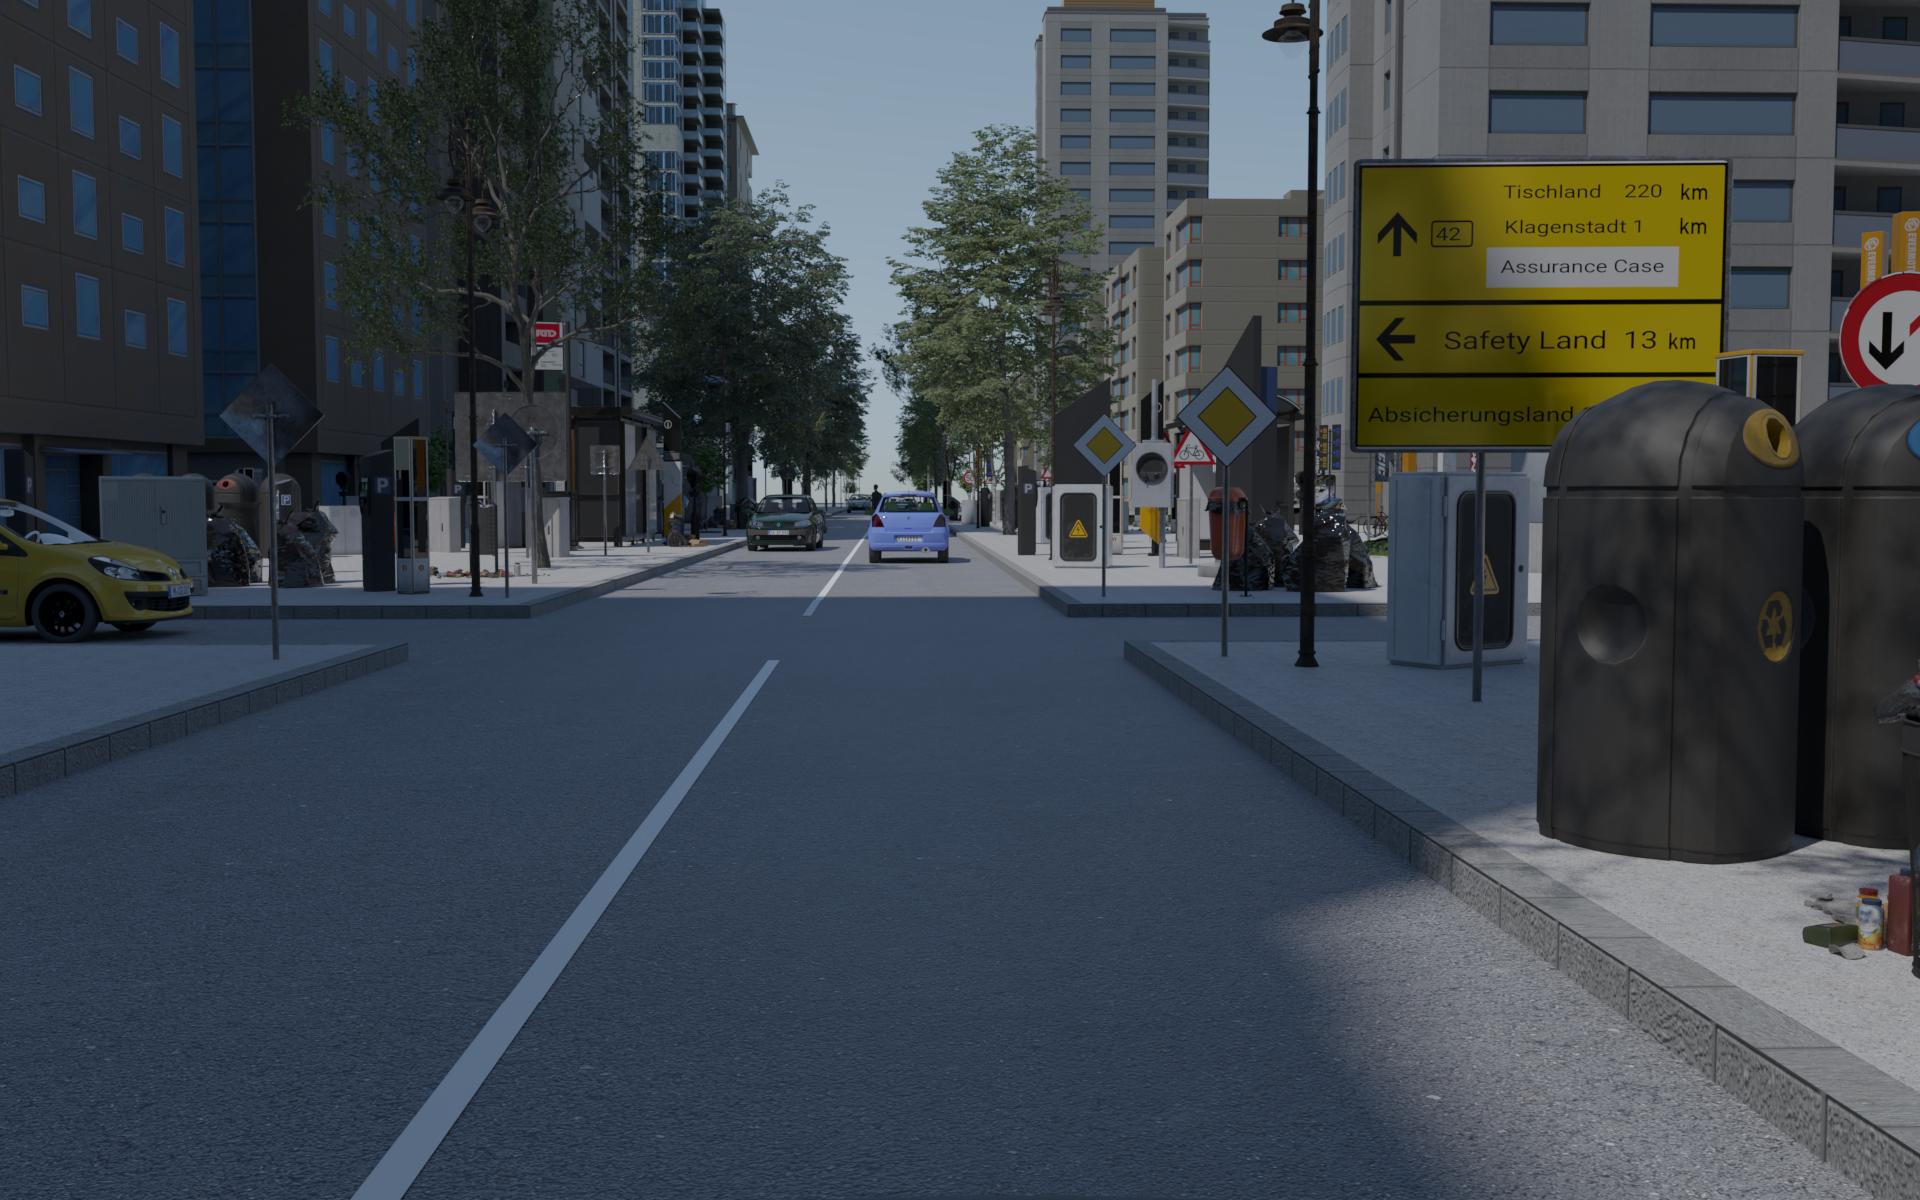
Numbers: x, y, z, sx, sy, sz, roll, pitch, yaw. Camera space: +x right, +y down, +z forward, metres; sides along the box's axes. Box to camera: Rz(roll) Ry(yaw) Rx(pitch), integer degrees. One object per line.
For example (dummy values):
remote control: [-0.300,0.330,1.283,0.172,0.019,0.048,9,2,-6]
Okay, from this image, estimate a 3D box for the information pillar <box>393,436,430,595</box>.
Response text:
information pillar: [-7.029,-1.084,22.220,0.304,2.012,0.304,2,4,28]

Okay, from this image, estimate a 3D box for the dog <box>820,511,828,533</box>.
dog: [-5.121,-2.860,63.595,0.513,0.831,0.800,2,4,30]

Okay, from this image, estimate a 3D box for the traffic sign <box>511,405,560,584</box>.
traffic sign: [-6.087,-1.504,24.705,0.768,2.556,0.104,0,4,5]

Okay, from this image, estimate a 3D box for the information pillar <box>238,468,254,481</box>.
information pillar: [-19.999,-2.695,48.561,0.304,2.012,0.304,3,4,37]

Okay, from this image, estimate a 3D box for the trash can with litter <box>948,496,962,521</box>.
trash can with litter: [-0.063,-4.372,82.869,1.055,1.170,0.624,2,4,32]

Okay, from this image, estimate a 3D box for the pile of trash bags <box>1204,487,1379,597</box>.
pile of trash bags: [4.181,-0.808,22.961,1.912,1.369,3.447,2,4,34]

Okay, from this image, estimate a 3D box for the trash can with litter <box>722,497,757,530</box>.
trash can with litter: [-8.030,-3.133,62.618,0.624,1.170,1.055,3,5,44]

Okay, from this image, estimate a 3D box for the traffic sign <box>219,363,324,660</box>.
traffic sign: [-5.303,-0.595,13.373,0.795,2.450,0.064,0,4,-2]

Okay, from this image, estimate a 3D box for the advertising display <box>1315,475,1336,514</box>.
advertising display: [11.928,-3.179,57.195,0.974,1.923,0.123,-1,4,-12]

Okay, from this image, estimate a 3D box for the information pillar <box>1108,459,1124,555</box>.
information pillar: [3.278,-1.956,36.475,0.304,2.012,0.304,1,4,13]

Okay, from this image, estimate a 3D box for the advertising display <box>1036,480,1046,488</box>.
advertising display: [4.189,-5.078,88.242,0.123,1.923,0.974,1,4,22]

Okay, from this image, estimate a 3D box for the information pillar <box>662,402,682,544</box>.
information pillar: [-7.362,-3.238,44.298,0.504,3.616,0.183,1,4,16]

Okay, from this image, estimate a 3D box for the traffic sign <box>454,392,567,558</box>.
traffic sign: [-8.972,-2.489,34.576,2.265,3.308,0.079,0,4,5]

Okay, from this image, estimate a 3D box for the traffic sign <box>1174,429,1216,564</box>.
traffic sign: [4.238,-1.941,31.738,0.884,2.594,0.081,0,4,2]

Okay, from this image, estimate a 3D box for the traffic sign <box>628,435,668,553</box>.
traffic sign: [-6.823,-2.315,37.861,0.884,2.594,0.081,0,4,7]

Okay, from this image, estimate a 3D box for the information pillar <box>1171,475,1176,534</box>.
information pillar: [7.030,-3.164,56.223,0.304,2.012,0.304,2,4,26]

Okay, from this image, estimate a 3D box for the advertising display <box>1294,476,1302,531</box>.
advertising display: [11.541,-3.389,60.625,0.123,1.923,0.974,-3,5,-44]

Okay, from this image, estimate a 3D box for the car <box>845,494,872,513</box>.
car: [-7.618,-7.290,130.986,2.131,1.459,4.920,0,4,-2]

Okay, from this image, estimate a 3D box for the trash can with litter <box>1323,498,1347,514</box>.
trash can with litter: [10.900,-2.449,51.433,1.055,1.170,0.624,-1,4,-16]

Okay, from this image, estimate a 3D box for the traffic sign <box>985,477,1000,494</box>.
traffic sign: [1.681,-5.571,91.094,0.884,2.594,0.081,0,4,7]

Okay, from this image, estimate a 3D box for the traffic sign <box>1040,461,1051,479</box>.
traffic sign: [3.236,-3.692,60.366,0.884,2.594,0.081,0,3,0]

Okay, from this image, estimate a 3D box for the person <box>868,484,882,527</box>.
person: [-3.634,-4.017,73.963,0.659,1.850,0.755,-3,4,-38]

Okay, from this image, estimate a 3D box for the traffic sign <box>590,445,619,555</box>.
traffic sign: [-7.428,-2.086,36.240,0.606,2.300,0.079,0,4,-1]

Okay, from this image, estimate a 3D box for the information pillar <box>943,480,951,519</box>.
information pillar: [-0.703,-5.290,90.979,0.304,2.012,0.304,2,4,32]

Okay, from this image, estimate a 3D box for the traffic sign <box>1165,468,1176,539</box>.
traffic sign: [5.653,-2.924,47.816,0.884,2.594,0.081,0,4,1]

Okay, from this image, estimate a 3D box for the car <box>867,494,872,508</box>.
car: [-8.828,-9.348,162.618,2.009,1.686,4.222,0,4,-4]

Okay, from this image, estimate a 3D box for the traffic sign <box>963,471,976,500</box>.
traffic sign: [0.557,-5.853,95.804,0.768,2.556,0.104,0,4,6]

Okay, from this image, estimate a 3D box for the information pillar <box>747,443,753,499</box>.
information pillar: [-9.632,-5.341,78.674,0.504,3.616,0.183,0,4,-5]

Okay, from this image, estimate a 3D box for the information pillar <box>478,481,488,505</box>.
information pillar: [-10.314,-2.000,37.198,0.304,2.012,0.304,0,4,-3]

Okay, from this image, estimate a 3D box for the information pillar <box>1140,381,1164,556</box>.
information pillar: [3.979,-2.718,35.799,0.504,3.616,0.183,0,4,3]

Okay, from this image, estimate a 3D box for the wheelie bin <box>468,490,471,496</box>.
wheelie bin: [-18.534,-3.584,66.500,0.693,1.594,0.980,-1,4,-21]

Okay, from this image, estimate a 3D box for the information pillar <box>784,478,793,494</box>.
information pillar: [-7.767,-4.518,78.358,0.304,2.012,0.304,-2,4,-32]

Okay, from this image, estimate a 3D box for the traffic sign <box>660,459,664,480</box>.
traffic sign: [-8.420,-2.945,50.281,0.606,2.300,0.079,0,4,7]

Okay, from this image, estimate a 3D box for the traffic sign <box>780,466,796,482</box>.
traffic sign: [-7.834,-4.818,78.886,0.768,2.556,0.104,0,4,5]

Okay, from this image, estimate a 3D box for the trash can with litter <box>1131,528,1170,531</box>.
trash can with litter: [6.894,-3.066,61.191,1.678,1.210,2.233,1,4,21]

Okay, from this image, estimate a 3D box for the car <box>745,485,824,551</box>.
car: [-4.499,-2.142,44.814,2.009,1.686,4.222,0,4,0]

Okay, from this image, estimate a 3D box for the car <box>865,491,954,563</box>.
car: [-1.092,-1.688,37.197,1.945,1.707,3.694,0,4,-2]

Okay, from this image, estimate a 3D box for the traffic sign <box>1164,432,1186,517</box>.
traffic sign: [4.262,-2.212,36.167,0.884,2.594,0.081,0,4,4]

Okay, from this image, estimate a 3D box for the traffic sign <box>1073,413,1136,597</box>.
traffic sign: [1.795,-1.098,21.602,0.795,2.450,0.064,0,4,-2]

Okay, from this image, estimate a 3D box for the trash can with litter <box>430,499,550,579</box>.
trash can with litter: [-7.674,-0.977,27.038,2.233,1.210,1.678,2,4,25]

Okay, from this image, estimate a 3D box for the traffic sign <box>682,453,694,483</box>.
traffic sign: [-8.686,-3.304,54.134,0.768,2.556,0.104,0,4,6]

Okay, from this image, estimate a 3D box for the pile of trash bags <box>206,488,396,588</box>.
pile of trash bags: [-9.194,-0.895,24.391,3.447,1.369,1.912,0,4,4]

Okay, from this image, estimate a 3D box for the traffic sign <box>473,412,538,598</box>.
traffic sign: [-5.595,-1.083,21.352,0.795,2.450,0.064,0,4,-2]

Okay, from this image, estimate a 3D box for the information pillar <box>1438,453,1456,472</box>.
information pillar: [7.621,-2.188,27.122,0.183,3.616,0.504,3,5,41]

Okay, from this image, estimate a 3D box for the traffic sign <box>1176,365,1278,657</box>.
traffic sign: [2.087,-0.610,13.622,0.795,2.450,0.064,0,4,-2]

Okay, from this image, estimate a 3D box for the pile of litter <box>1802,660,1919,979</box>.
pile of litter: [2.943,0.573,4.602,1.176,0.858,1.719,1,4,11]

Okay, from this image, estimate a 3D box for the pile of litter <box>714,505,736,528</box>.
pile of litter: [-8.904,-3.159,65.612,1.176,0.858,1.719,3,4,38]

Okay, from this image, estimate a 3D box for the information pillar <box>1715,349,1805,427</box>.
information pillar: [4.123,-0.276,8.997,0.304,2.012,0.304,-1,4,-11]

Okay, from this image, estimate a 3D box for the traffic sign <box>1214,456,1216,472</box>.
traffic sign: [5.200,-1.922,33.561,0.606,2.300,0.079,0,4,1]

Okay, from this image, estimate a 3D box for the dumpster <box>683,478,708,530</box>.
dumpster: [-9.756,-3.457,62.282,1.264,1.857,1.865,0,4,-2]

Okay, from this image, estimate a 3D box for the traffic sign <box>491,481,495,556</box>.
traffic sign: [-9.609,-2.179,35.625,0.884,2.594,0.081,0,4,3]

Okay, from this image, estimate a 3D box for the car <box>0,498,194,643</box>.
car: [-9.828,-0.436,17.355,3.980,1.641,2.015,0,4,-2]

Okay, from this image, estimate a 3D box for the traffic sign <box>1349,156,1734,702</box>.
traffic sign: [3.521,-1.023,10.595,2.265,3.308,0.079,0,4,2]

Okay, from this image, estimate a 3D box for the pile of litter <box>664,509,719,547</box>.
pile of litter: [-6.723,-1.746,42.511,1.176,0.858,1.719,0,4,2]

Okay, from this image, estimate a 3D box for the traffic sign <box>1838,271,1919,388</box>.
traffic sign: [5.414,-0.605,10.006,0.768,2.556,0.104,0,4,1]
